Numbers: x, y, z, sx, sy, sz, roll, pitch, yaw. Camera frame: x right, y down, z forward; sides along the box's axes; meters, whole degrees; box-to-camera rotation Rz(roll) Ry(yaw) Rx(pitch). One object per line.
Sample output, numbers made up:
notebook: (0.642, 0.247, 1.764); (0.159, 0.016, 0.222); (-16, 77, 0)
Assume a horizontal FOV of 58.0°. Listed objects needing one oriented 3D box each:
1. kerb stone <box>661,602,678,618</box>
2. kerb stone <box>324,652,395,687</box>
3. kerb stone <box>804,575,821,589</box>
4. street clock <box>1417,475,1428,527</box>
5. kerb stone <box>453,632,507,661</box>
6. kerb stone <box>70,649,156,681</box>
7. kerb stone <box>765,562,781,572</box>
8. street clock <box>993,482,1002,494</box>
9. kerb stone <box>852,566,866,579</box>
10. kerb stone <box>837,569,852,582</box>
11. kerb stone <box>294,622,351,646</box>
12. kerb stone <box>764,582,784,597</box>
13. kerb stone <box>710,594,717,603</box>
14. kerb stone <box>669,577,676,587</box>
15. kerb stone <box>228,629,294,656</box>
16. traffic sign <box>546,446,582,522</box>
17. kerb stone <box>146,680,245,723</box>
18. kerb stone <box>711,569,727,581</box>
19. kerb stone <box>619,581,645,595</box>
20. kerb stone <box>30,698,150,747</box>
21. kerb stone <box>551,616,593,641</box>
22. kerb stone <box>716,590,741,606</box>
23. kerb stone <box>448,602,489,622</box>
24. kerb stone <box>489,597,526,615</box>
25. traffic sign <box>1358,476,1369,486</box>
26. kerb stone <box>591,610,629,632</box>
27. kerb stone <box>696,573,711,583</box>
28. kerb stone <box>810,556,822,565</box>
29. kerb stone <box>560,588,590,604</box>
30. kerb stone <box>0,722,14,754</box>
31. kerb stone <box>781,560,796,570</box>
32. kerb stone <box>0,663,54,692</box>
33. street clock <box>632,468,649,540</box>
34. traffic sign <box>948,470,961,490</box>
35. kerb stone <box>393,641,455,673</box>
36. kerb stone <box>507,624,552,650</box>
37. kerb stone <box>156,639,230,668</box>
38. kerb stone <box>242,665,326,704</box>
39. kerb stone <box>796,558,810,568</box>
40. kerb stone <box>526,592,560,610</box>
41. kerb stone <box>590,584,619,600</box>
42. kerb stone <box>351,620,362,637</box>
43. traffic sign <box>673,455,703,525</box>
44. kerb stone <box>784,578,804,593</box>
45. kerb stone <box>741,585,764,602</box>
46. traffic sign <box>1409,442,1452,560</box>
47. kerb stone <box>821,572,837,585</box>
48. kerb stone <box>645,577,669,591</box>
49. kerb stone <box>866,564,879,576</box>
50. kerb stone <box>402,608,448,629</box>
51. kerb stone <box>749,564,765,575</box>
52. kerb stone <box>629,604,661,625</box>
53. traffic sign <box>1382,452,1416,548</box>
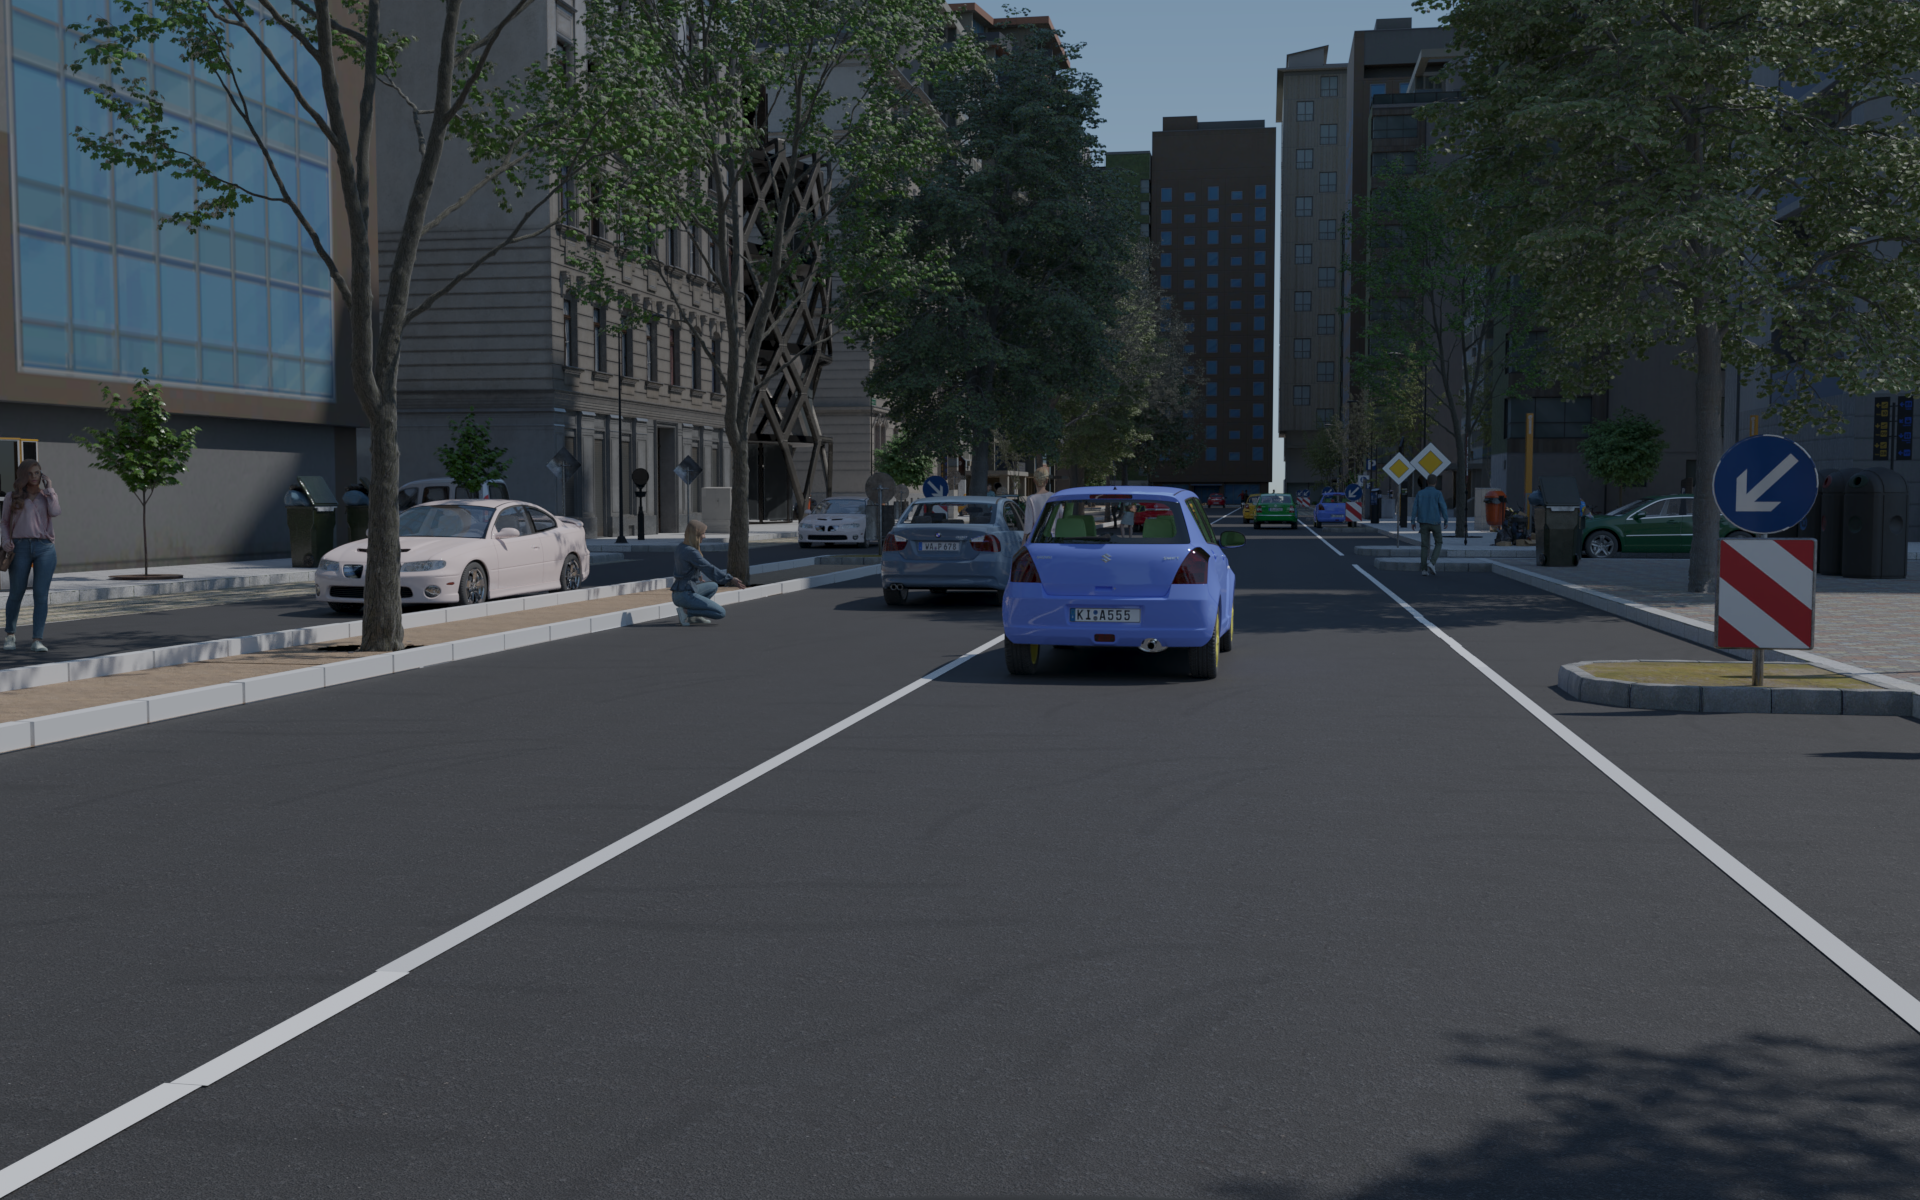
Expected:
kerb stone: (-3.420, 0.113, 20.388); (0.120, 0.150, 1.000); (1, 4, 10)
kerb stone: (-4.672, 0.542, 13.328); (0.120, 0.150, 1.000); (1, 4, 10)
kerb stone: (-2.351, -0.260, 26.448); (0.120, 0.150, 1.000); (1, 4, 10)
street clock: (17.767, -3.782, 66.413); (0.358, 2.002, 0.471); (-2, 4, -24)
kerb stone: (-4.314, 0.419, 15.349); (0.120, 0.150, 1.000); (1, 4, 10)
kerb stone: (-6.744, 0.523, 13.676); (0.120, 0.150, 1.000); (1, 4, 10)
kerb stone: (-3.533, -0.590, 31.837); (0.120, 0.150, 1.000); (1, 4, 10)
street clock: (2.307, -6.227, 106.387); (0.471, 2.002, 0.358); (-1, 4, -12)
kerb stone: (-1.816, -0.446, 29.485); (0.120, 0.150, 1.000); (1, 4, 10)
kerb stone: (-1.989, -0.384, 28.478); (0.120, 0.150, 1.000); (1, 4, 10)
kerb stone: (-6.210, 0.336, 16.698); (0.120, 0.150, 1.000); (1, 4, 10)
kerb stone: (-2.717, -0.132, 24.420); (0.120, 0.150, 1.000); (1, 4, 10)
kerb stone: (-3.252, 0.049, 21.401); (0.120, 0.150, 1.000); (1, 4, 10)
kerb stone: (-4.421, -0.281, 26.795); (0.120, 0.150, 1.000); (1, 4, 10)
kerb stone: (-6.385, 0.398, 15.688); (0.120, 0.150, 1.000); (1, 4, 10)
traffic sign: (-8.353, -2.012, 36.533); (0.795, 2.450, 0.064); (1, 4, 10)
kerb stone: (-5.030, 0.671, 11.308); (0.120, 0.150, 1.000); (1, 4, 10)
kerb stone: (-4.066, -0.404, 28.808); (0.120, 0.150, 1.000); (1, 4, 10)
kerb stone: (-4.779, -0.158, 24.778); (0.120, 0.150, 1.000); (1, 4, 10)
kerb stone: (-5.208, 0.732, 10.301); (0.120, 0.150, 1.000); (1, 4, 10)
kerb stone: (-3.958, 0.297, 17.369); (0.120, 0.150, 1.000); (1, 4, 10)
kerb stone: (-3.076, -0.013, 22.408); (0.120, 0.150, 1.000); (1, 4, 10)
kerb stone: (-5.672, 0.151, 19.736); (0.120, 0.150, 1.000); (1, 4, 10)
kerb stone: (-5.499, 0.088, 20.750); (0.120, 0.150, 1.000); (1, 4, 10)
traffic sign: (22.026, -5.654, 94.568); (0.606, 2.300, 0.079); (1, 4, 17)
kerb stone: (-3.775, 0.235, 18.375); (0.120, 0.150, 1.000); (1, 4, 10)
kerb stone: (-4.250, -0.343, 27.802); (0.120, 0.150, 1.000); (1, 4, 10)
kerb stone: (-3.008, -0.772, 34.872); (0.120, 0.150, 1.000); (1, 4, 10)
kerb stone: (-5.141, -0.035, 22.762); (0.120, 0.150, 1.000); (1, 4, 10)
kerb stone: (-5.391, 0.793, 9.290); (0.120, 0.150, 1.000); (1, 4, 10)
kerb stone: (-3.353, -0.652, 32.852); (0.120, 0.150, 1.000); (1, 4, 10)
kerb stone: (-6.921, 0.583, 12.670); (0.120, 0.150, 1.000); (1, 4, 10)
street clock: (-8.876, -2.665, 48.149); (0.471, 2.002, 0.358); (-1, 4, -14)
traffic sign: (-0.313, -5.700, 93.297); (0.768, 2.556, 0.104); (1, 4, 17)
kerb stone: (-4.493, 0.480, 14.342); (0.120, 0.150, 1.000); (1, 4, 10)
kerb stone: (-4.139, 0.358, 16.358); (0.120, 0.150, 1.000); (1, 4, 10)
kerb stone: (-6.562, 0.460, 14.682); (0.120, 0.150, 1.000); (1, 4, 10)
kerb stone: (-4.847, 0.604, 12.315); (0.120, 0.150, 1.000); (1, 4, 10)
kerb stone: (-3.173, -0.714, 33.863); (0.120, 0.150, 1.000); (1, 4, 10)
kerb stone: (-5.315, 0.027, 21.755); (0.120, 0.150, 1.000); (1, 4, 10)
kerb stone: (-4.956, -0.096, 23.771); (0.120, 0.150, 1.000); (1, 4, 10)
kerb stone: (-6.035, 0.279, 17.721); (0.120, 0.150, 1.000); (1, 4, 10)
traffic sign: (-6.966, -2.493, 44.397); (0.795, 2.450, 0.064); (1, 4, 10)
kerb stone: (-2.525, -0.197, 25.438); (0.120, 0.150, 1.000); (1, 4, 10)
kerb stone: (-2.890, -0.069, 23.413); (0.120, 0.150, 1.000); (1, 4, 10)
traffic sign: (9.069, -1.823, 33.450); (0.795, 2.450, 0.064); (1, 4, 10)
kerb stone: (-2.178, -0.316, 27.462); (0.120, 0.150, 1.000); (1, 4, 10)
kerb stone: (-4.600, -0.220, 25.789); (0.120, 0.150, 1.000); (1, 4, 10)
kerb stone: (-1.648, -0.508, 30.493); (0.120, 0.150, 1.000); (1, 4, 10)
kerb stone: (-5.852, 0.212, 18.726); (0.120, 0.150, 1.000); (1, 4, 10)
kerb stone: (-3.718, -0.523, 30.828); (0.120, 0.150, 1.000); (1, 4, 10)
kerb stone: (-3.601, 0.173, 19.382); (0.120, 0.150, 1.000); (1, 4, 10)
traffic sign: (10.457, -2.304, 41.314); (0.795, 2.450, 0.064); (1, 4, 10)
